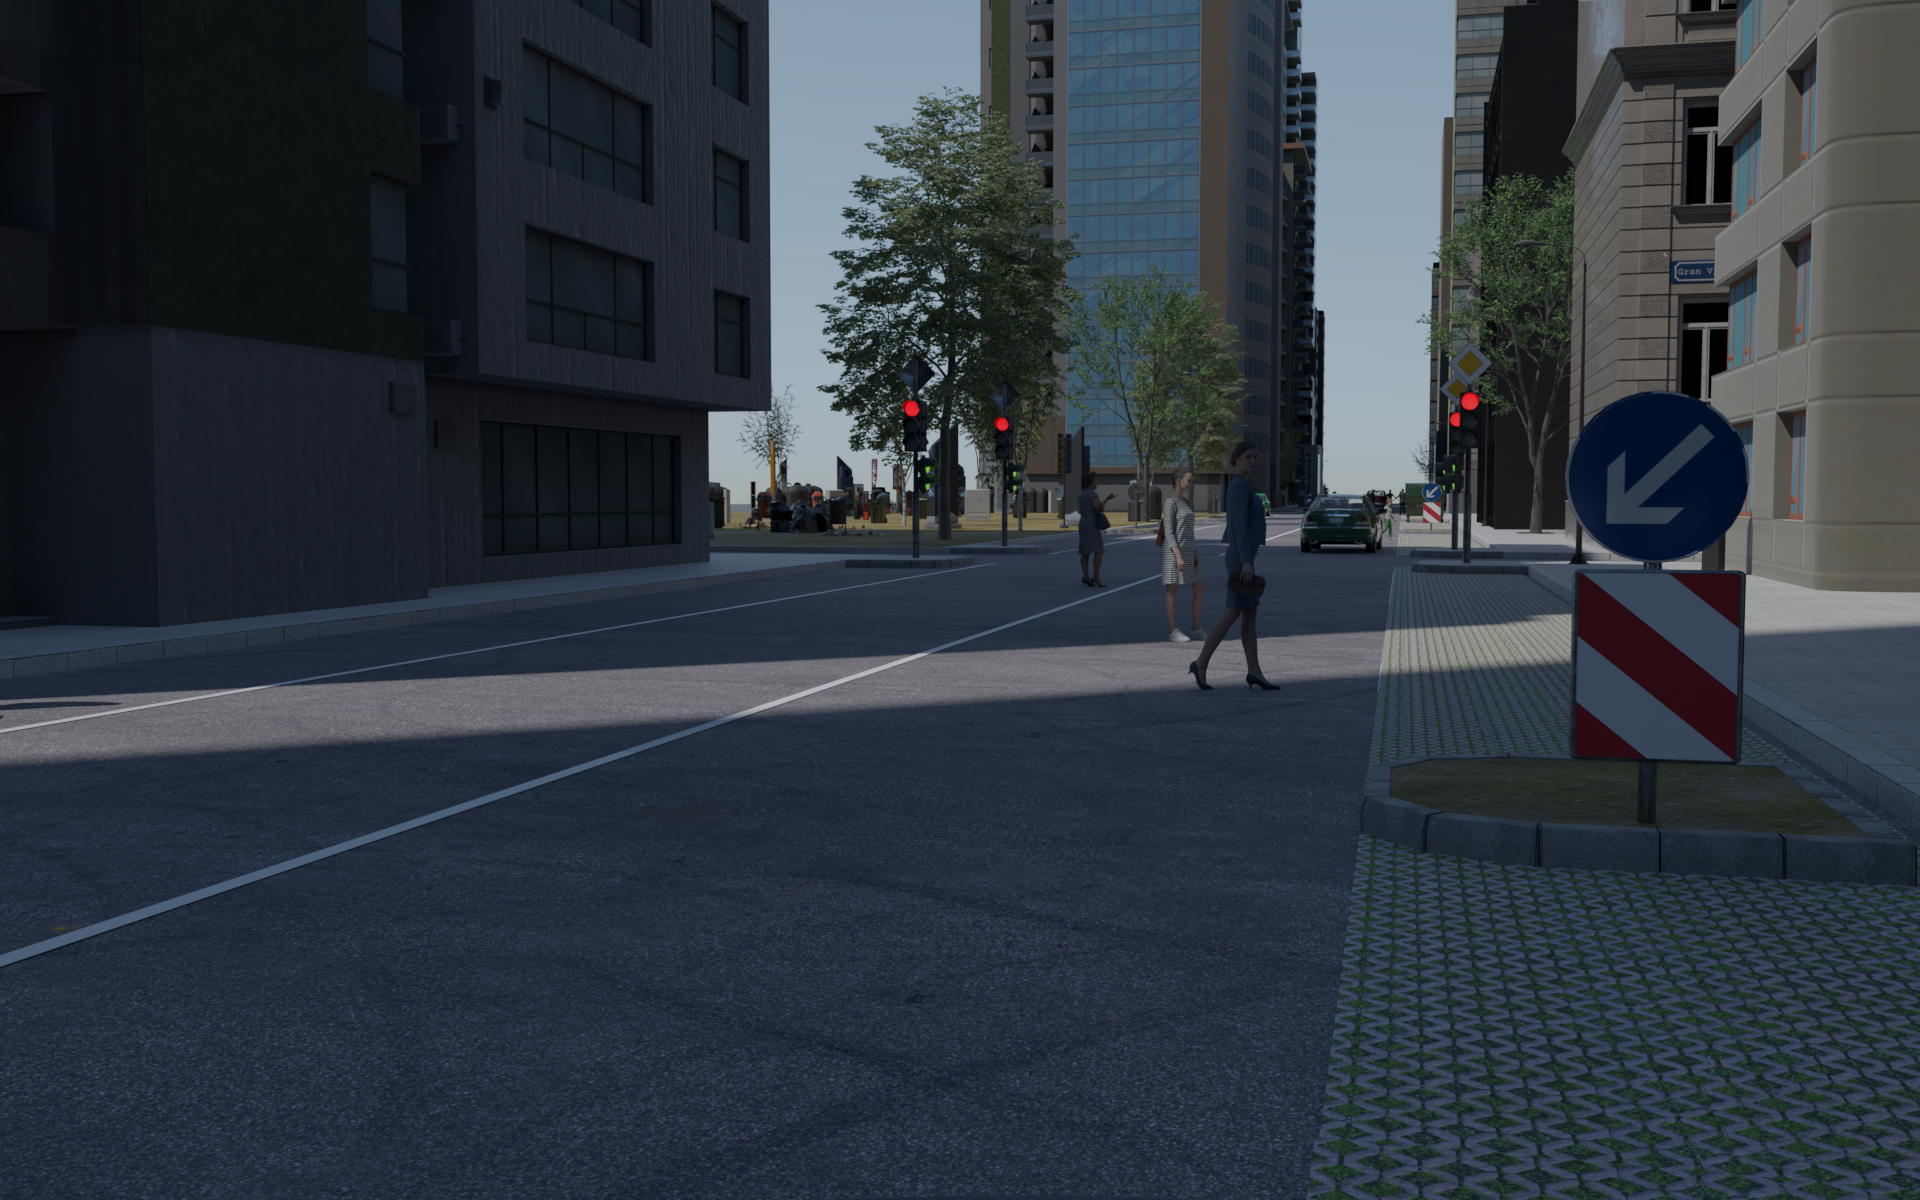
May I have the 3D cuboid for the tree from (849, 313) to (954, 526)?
[{"bbox_3d":[-2.335,-7.284,69.459,4.360,8.622,3.978,0,3,0],"label":"tree"}]

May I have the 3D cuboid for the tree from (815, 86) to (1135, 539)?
[{"bbox_3d":[-0.028,-7.991,48.781,7.486,12.596,7.792,0,3,0],"label":"tree"}]

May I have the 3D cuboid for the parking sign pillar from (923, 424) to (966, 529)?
[{"bbox_3d":[-0.639,-4.635,64.254,1.447,3.967,1.447,3,5,42],"label":"parking sign pillar"}]

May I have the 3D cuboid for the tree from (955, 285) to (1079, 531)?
[{"bbox_3d":[2.076,-6.670,59.424,4.360,8.622,3.978,0,3,0],"label":"tree"}]

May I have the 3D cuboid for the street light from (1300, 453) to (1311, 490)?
[{"bbox_3d":[39.353,-13.756,197.445,1.470,5.913,1.316,1,4,14],"label":"street light"}]

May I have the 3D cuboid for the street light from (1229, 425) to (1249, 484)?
[{"bbox_3d":[18.743,-8.828,116.886,1.470,5.913,1.316,1,4,14],"label":"street light"}]

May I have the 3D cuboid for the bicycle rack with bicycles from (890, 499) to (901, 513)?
[{"bbox_3d":[-4.141,-6.280,116.065,2.925,0.926,2.852,-1,4,-17],"label":"bicycle rack with bicycles"}]

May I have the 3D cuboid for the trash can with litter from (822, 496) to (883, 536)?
[{"bbox_3d":[-3.374,-2.606,53.667,2.233,1.210,1.678,-1,4,-22],"label":"trash can with litter"}]

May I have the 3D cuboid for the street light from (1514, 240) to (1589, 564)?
[{"bbox_3d":[10.832,-3.621,31.752,1.470,5.913,1.316,1,4,14],"label":"street light"}]

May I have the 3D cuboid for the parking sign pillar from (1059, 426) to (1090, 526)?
[{"bbox_3d":[4.708,-4.965,69.657,1.447,3.967,1.447,-2,4,-28],"label":"parking sign pillar"}]

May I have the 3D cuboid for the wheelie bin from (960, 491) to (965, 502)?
[{"bbox_3d":[0.377,-6.371,112.072,0.693,1.594,0.980,0,4,2],"label":"wheelie bin"}]

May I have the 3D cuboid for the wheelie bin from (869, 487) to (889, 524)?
[{"bbox_3d":[-3.539,-4.134,75.492,0.980,1.594,0.693,1,4,22],"label":"wheelie bin"}]

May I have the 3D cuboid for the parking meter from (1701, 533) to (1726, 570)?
[{"bbox_3d":[11.841,-1.313,27.180,0.255,1.863,0.399,3,5,42],"label":"parking meter"}]

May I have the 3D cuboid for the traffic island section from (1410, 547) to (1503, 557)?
[{"bbox_3d":[11.433,-1.082,39.967,2.009,0.180,2.903,1,4,14],"label":"traffic island section"}]

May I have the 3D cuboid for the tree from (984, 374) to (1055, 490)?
[{"bbox_3d":[3.564,-9.234,101.331,4.737,8.622,4.395,0,3,0],"label":"tree"}]

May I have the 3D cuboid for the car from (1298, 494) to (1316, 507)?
[{"bbox_3d":[34.658,-9.822,172.589,2.014,1.417,4.499,1,4,14],"label":"car"}]

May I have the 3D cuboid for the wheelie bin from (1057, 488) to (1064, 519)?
[{"bbox_3d":[5.394,-4.971,89.179,0.693,1.594,0.980,-1,4,-22],"label":"wheelie bin"}]

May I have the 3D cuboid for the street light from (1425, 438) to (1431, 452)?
[{"bbox_3d":[39.208,-10.383,142.299,1.470,5.913,1.316,1,4,14],"label":"street light"}]

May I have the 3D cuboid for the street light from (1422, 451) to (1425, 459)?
[{"bbox_3d":[50.545,-13.062,186.102,1.470,5.913,1.316,1,4,14],"label":"street light"}]

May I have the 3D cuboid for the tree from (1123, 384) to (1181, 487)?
[{"bbox_3d":[12.113,-9.714,109.185,4.360,8.622,3.978,0,3,0],"label":"tree"}]

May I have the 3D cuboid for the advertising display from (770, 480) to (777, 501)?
[{"bbox_3d":[-8.663,-4.612,80.612,0.123,1.923,0.974,0,4,5],"label":"advertising display"}]

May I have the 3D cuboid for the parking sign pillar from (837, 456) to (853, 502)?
[{"bbox_3d":[-8.078,-8.159,121.877,1.447,3.967,1.447,3,4,39],"label":"parking sign pillar"}]

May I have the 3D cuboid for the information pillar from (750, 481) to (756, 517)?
[{"bbox_3d":[-11.832,-5.783,99.047,0.304,2.012,0.304,-1,4,-11],"label":"information pillar"}]

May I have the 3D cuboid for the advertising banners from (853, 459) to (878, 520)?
[{"bbox_3d":[-4.693,-5.502,86.144,0.090,3.025,2.074,-3,4,-38],"label":"advertising banners"}]

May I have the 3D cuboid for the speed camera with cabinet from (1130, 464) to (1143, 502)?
[{"bbox_3d":[12.072,-7.317,113.969,2.038,3.252,0.660,-3,5,-42],"label":"speed camera with cabinet"}]

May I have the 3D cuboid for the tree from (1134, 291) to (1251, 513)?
[{"bbox_3d":[12.768,-10.959,97.310,7.486,12.596,7.792,0,3,0],"label":"tree"}]

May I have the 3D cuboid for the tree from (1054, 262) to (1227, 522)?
[{"bbox_3d":[8.403,-9.388,79.251,9.928,11.665,9.643,0,3,0],"label":"tree"}]

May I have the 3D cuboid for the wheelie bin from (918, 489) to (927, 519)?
[{"bbox_3d":[-1.937,-4.988,89.458,0.980,1.594,0.693,0,4,1],"label":"wheelie bin"}]

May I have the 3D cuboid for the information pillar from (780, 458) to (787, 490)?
[{"bbox_3d":[-11.402,-7.392,112.217,0.504,3.616,0.183,-3,4,-38],"label":"information pillar"}]

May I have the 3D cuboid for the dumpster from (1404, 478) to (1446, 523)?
[{"bbox_3d":[23.062,-4.951,85.894,1.985,2.255,1.502,1,4,15],"label":"dumpster"}]

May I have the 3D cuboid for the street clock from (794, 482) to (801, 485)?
[{"bbox_3d":[-9.883,-6.167,105.396,0.471,2.002,0.358,0,4,2],"label":"street clock"}]

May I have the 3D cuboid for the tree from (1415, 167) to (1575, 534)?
[{"bbox_3d":[18.567,-7.938,55.537,9.928,11.665,9.643,0,3,0],"label":"tree"}]

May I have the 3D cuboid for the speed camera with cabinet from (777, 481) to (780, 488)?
[{"bbox_3d":[-11.751,-7.618,118.891,2.038,3.252,0.660,-3,5,-39],"label":"speed camera with cabinet"}]

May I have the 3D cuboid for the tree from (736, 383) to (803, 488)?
[{"bbox_3d":[-11.767,-9.707,109.074,4.360,8.622,3.978,0,3,0],"label":"tree"}]

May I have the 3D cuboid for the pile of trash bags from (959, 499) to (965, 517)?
[{"bbox_3d":[0.024,-5.898,106.176,1.912,1.369,3.447,-2,4,-24],"label":"pile of trash bags"}]

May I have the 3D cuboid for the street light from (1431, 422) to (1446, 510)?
[{"bbox_3d":[31.446,-8.549,112.311,1.470,5.913,1.316,1,4,14],"label":"street light"}]

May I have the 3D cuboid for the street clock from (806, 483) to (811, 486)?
[{"bbox_3d":[-10.227,-6.864,116.802,0.358,2.002,0.471,1,4,17],"label":"street clock"}]

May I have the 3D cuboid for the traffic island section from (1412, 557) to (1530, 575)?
[{"bbox_3d":[9.448,-0.609,32.231,2.009,0.180,2.903,1,4,14],"label":"traffic island section"}]

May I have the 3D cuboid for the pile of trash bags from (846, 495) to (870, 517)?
[{"bbox_3d":[-6.045,-5.431,98.549,1.912,1.369,3.447,-2,4,-33],"label":"pile of trash bags"}]

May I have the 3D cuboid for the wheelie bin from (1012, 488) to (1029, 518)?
[{"bbox_3d":[3.251,-5.150,92.107,0.693,1.594,0.980,3,5,39],"label":"wheelie bin"}]

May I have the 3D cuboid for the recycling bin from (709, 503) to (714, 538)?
[{"bbox_3d":[-7.690,-2.366,51.237,0.722,1.027,0.722,-1,4,-17],"label":"recycling bin"}]

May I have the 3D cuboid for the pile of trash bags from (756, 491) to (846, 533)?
[{"bbox_3d":[-5.796,-2.995,58.722,1.912,1.369,3.447,-3,5,-44],"label":"pile of trash bags"}]

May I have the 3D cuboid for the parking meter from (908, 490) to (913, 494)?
[{"bbox_3d":[-2.933,-5.794,103.149,0.372,1.533,0.369,0,3,0],"label":"parking meter"}]

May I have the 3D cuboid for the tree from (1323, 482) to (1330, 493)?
[{"bbox_3d":[56.948,-16.877,270.547,1.663,3.219,1.824,0,3,0],"label":"tree"}]

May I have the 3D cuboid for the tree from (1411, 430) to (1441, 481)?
[{"bbox_3d":[52.701,-14.857,193.268,4.360,8.622,3.978,0,3,0],"label":"tree"}]

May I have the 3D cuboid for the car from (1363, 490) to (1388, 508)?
[{"bbox_3d":[36.235,-8.687,150.701,2.281,1.827,5.304,1,4,15],"label":"car"}]

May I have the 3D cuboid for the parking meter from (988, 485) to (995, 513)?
[{"bbox_3d":[2.080,-6.724,115.653,0.399,1.863,0.255,-2,4,-24],"label":"parking meter"}]

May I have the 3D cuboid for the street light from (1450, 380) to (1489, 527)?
[{"bbox_3d":[20.302,-5.877,68.632,1.470,5.913,1.316,1,4,14],"label":"street light"}]

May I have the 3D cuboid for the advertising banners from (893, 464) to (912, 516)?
[{"bbox_3d":[-2.994,-6.440,101.489,0.090,3.025,2.074,3,5,43],"label":"advertising banners"}]

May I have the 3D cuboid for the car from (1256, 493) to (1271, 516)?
[{"bbox_3d":[18.607,-6.169,109.653,1.959,1.807,4.718,1,4,16],"label":"car"}]

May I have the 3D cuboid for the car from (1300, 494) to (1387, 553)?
[{"bbox_3d":[9.673,-1.955,43.769,2.131,1.459,4.920,1,4,16],"label":"car"}]

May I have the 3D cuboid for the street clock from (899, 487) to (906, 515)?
[{"bbox_3d":[-3.622,-6.332,108.094,0.471,2.002,0.358,0,4,3],"label":"street clock"}]

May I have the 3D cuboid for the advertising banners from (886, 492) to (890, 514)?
[{"bbox_3d":[-4.680,-7.001,110.655,2.074,3.025,0.090,-3,5,-43],"label":"advertising banners"}]

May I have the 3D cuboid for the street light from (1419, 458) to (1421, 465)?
[{"bbox_3d":[60.281,-15.399,224.317,1.470,5.913,1.316,1,4,14],"label":"street light"}]

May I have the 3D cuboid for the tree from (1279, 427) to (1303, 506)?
[{"bbox_3d":[35.660,-14.638,189.688,4.737,8.622,4.395,0,3,0],"label":"tree"}]

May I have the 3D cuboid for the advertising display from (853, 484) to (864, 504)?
[{"bbox_3d":[-6.302,-6.245,107.312,0.123,1.923,0.974,2,4,35],"label":"advertising display"}]
